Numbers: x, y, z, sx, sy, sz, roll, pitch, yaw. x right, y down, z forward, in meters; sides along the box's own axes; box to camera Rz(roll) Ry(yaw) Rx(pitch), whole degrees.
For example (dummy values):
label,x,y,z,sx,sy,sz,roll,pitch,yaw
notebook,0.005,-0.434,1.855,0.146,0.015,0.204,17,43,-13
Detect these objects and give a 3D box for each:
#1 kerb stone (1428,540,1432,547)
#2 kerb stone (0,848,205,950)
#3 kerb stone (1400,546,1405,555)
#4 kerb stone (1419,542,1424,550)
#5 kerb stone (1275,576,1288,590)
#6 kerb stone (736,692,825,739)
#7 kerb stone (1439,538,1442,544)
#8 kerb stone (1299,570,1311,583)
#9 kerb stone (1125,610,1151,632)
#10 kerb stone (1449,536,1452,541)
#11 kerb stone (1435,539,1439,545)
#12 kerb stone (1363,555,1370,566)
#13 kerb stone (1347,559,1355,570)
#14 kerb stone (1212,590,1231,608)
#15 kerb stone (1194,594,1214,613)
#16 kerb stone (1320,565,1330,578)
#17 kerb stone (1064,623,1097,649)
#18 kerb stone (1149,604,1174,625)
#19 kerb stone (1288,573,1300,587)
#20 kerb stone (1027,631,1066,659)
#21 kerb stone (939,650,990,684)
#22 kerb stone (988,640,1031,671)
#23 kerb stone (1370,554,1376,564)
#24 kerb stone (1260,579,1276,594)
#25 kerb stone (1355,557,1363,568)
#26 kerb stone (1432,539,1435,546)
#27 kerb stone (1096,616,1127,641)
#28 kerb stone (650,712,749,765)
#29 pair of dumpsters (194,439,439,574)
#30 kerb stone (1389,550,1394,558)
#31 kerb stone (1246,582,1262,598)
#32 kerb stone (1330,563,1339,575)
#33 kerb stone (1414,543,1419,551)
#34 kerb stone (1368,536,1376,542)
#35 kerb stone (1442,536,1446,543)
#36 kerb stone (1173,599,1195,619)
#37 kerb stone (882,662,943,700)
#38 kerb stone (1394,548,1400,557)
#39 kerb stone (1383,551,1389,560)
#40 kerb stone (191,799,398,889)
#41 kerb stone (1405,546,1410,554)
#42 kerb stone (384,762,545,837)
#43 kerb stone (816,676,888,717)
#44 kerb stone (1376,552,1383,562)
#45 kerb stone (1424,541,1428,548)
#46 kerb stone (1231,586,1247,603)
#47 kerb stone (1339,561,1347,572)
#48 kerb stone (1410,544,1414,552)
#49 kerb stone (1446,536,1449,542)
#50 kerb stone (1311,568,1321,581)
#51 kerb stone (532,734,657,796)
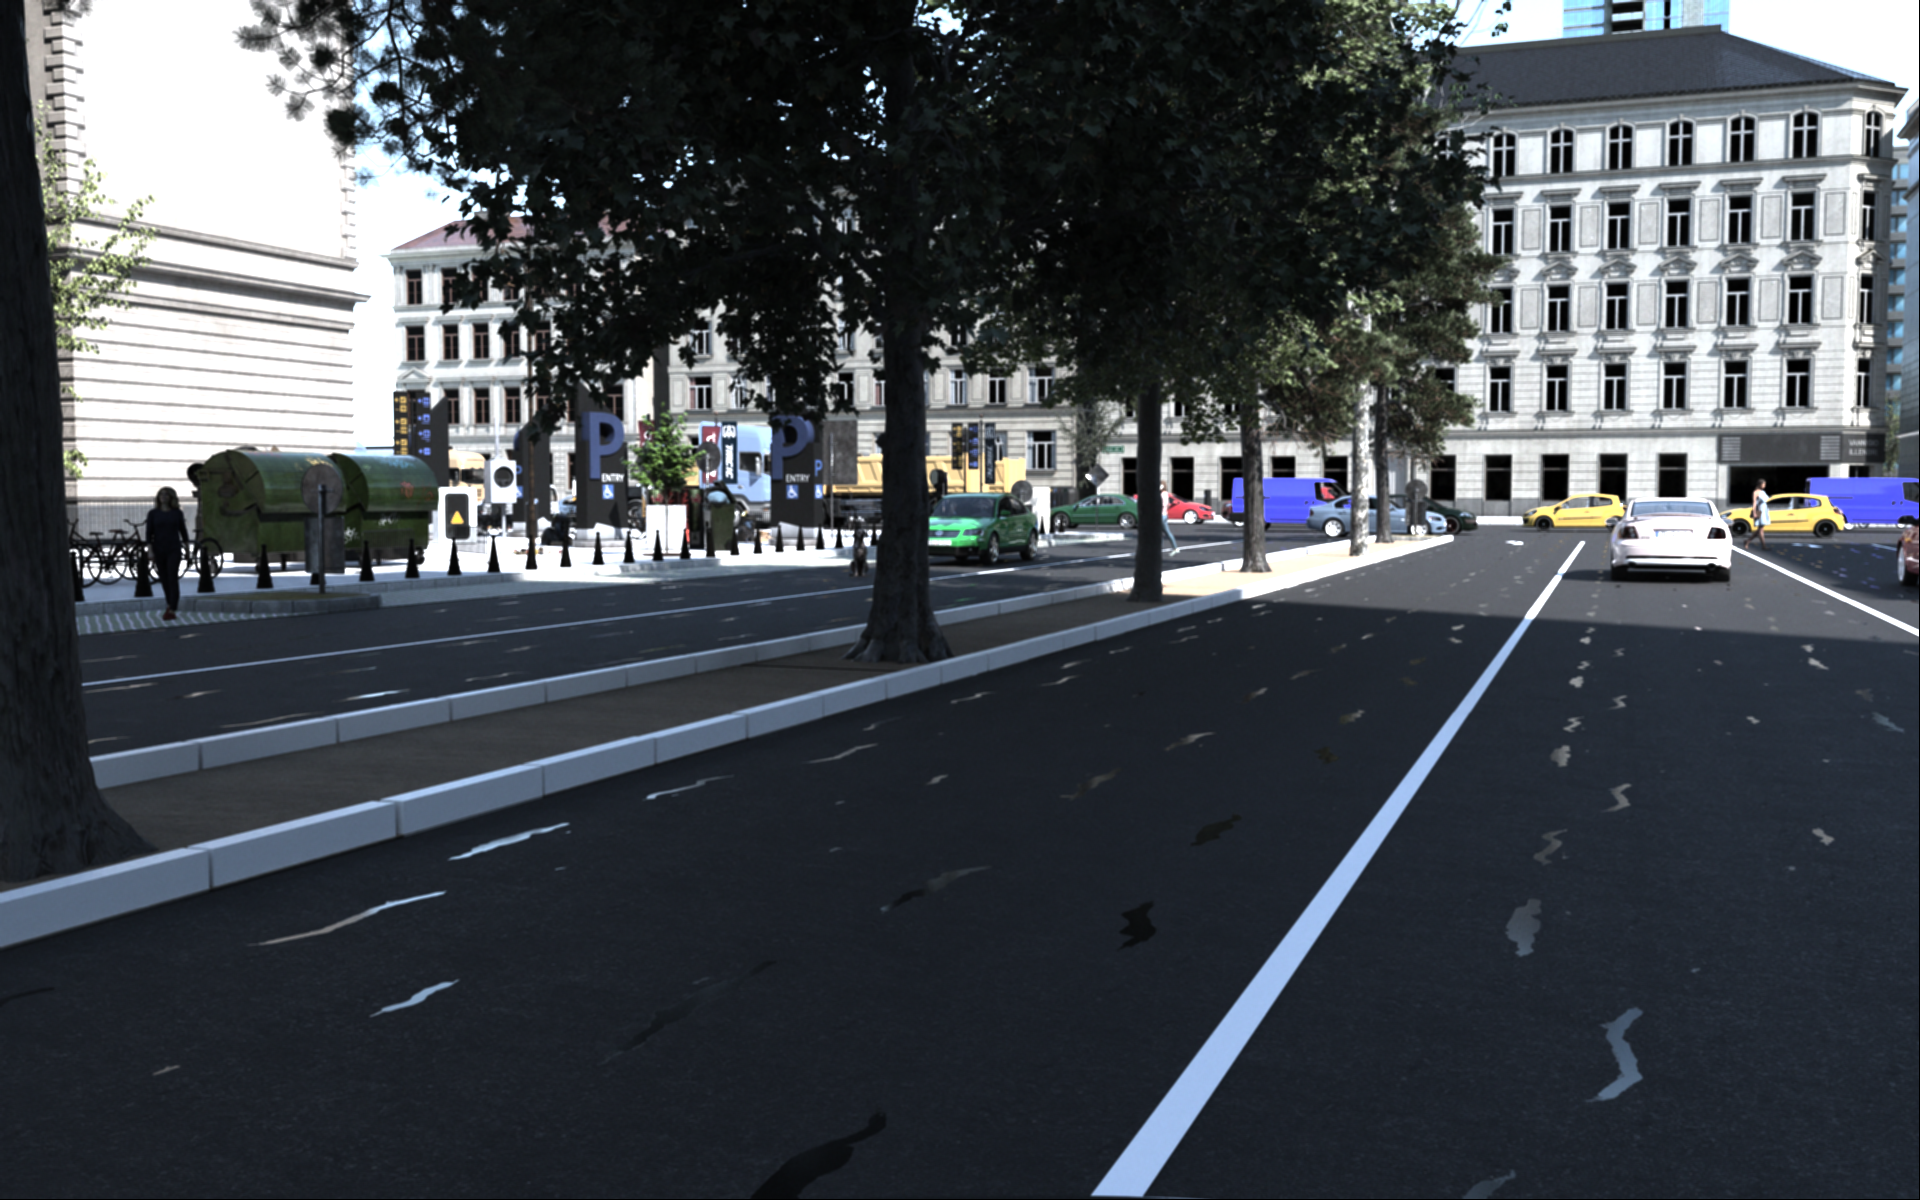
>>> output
label,x,y,z,sx,sy,sz,roll,pitch,yaw
kerb stone,12.417,-1.471,46.259,0.120,0.150,1.000,1,4,21
kerb stone,-2.940,1.004,5.796,0.120,0.150,1.000,1,4,21
kerb stone,10.237,-1.115,40.494,0.120,0.150,1.000,1,4,21
kerb stone,11.689,-1.354,44.339,0.120,0.150,1.000,1,4,21
kerb stone,4.739,-0.234,26.029,0.120,0.150,1.000,1,4,21
kerb stone,-1.109,0.709,10.609,0.120,0.150,1.000,1,4,21
kerb stone,13.512,-1.649,49.154,0.120,0.150,1.000,1,4,21
kerb stone,5.475,-0.352,27.966,0.120,0.150,1.000,1,4,21
kerb stone,1.812,0.237,18.319,0.120,0.150,1.000,1,4,21
kerb stone,14.612,-1.825,52.037,0.120,0.150,1.000,1,4,21
kerb stone,13.144,-1.587,48.192,0.120,0.150,1.000,1,4,21
kerb stone,8.033,-0.766,34.713,0.120,0.150,1.000,1,4,21
kerb stone,7.297,-0.648,32.785,0.120,0.150,1.000,1,4,21
kerb stone,3.274,0.002,22.157,0.120,0.150,1.000,1,4,21
kerb stone,2.907,0.061,21.198,0.120,0.150,1.000,1,4,21
kerb stone,6.201,-0.467,29.887,0.120,0.150,1.000,1,4,21
kerb stone,1.076,0.357,16.392,0.120,0.150,1.000,1,4,21
kerb stone,2.176,0.180,19.279,0.120,0.150,1.000,1,4,21
kerb stone,5.116,-0.293,26.993,0.120,0.150,1.000,1,4,21
kerb stone,0.713,0.414,15.431,0.120,0.150,1.000,1,4,21
kerb stone,-0.012,0.532,13.500,0.120,0.150,1.000,1,4,21
kerb stone,0.356,0.473,14.460,0.120,0.150,1.000,1,4,21
kerb stone,8.399,-0.825,35.679,0.120,0.150,1.000,1,4,21
kerb stone,4.376,-0.175,25.060,0.120,0.150,1.000,1,4,21
kerb stone,7.665,-0.706,33.745,0.120,0.150,1.000,1,4,21
kerb stone,12.776,-1.531,47.226,0.120,0.150,1.000,1,4,21
kerb stone,1.453,0.296,17.352,0.120,0.150,1.000,1,4,21
kerb stone,-1.481,0.773,9.650,0.120,0.150,1.000,1,4,21
pair of dumpsters,-10.846,-1.647,29.427,1.574,2.255,4.437,1,4,21
kerb stone,9.499,-1.002,38.577,0.120,0.150,1.000,1,4,21
kerb stone,4.008,-0.117,24.102,0.120,0.150,1.000,1,4,21
kerb stone,6.572,-0.529,30.851,0.120,0.150,1.000,1,4,21
kerb stone,11.326,-1.290,43.379,0.120,0.150,1.000,1,4,21
kerb stone,12.648,-1.866,52.771,0.120,0.150,1.000,1,4,21
kerb stone,13.882,-1.697,50.119,0.120,0.150,1.000,1,4,21
kerb stone,2.542,0.120,20.239,0.120,0.150,1.000,1,4,21
kerb stone,-0.379,0.591,12.535,0.120,0.150,1.000,1,4,21
kerb stone,9.869,-1.059,39.535,0.120,0.150,1.000,1,4,21
kerb stone,9.132,-0.939,37.612,0.120,0.150,1.000,1,4,21
kerb stone,-2.580,0.945,6.758,0.120,0.150,1.000,1,4,21
kerb stone,10.597,-1.172,41.455,0.120,0.150,1.000,1,4,21
kerb stone,-2.202,0.885,7.722,0.120,0.150,1.000,1,4,21
kerb stone,-0.750,0.650,11.571,0.120,0.150,1.000,1,4,21
kerb stone,8.773,-0.883,36.637,0.120,0.150,1.000,1,4,21
kerb stone,12.052,-1.413,45.299,0.120,0.150,1.000,1,4,21
kerb stone,3.641,-0.055,23.126,0.120,0.150,1.000,1,4,21
kerb stone,6.933,-0.588,31.817,0.120,0.150,1.000,1,4,21
kerb stone,10.951,-1.236,42.419,0.120,0.150,1.000,1,4,21
kerb stone,14.245,-1.762,51.079,0.120,0.150,1.000,1,4,21
kerb stone,5.846,-0.412,28.924,0.120,0.150,1.000,1,4,21
kerb stone,-1.844,0.826,8.685,0.120,0.150,1.000,1,4,21
